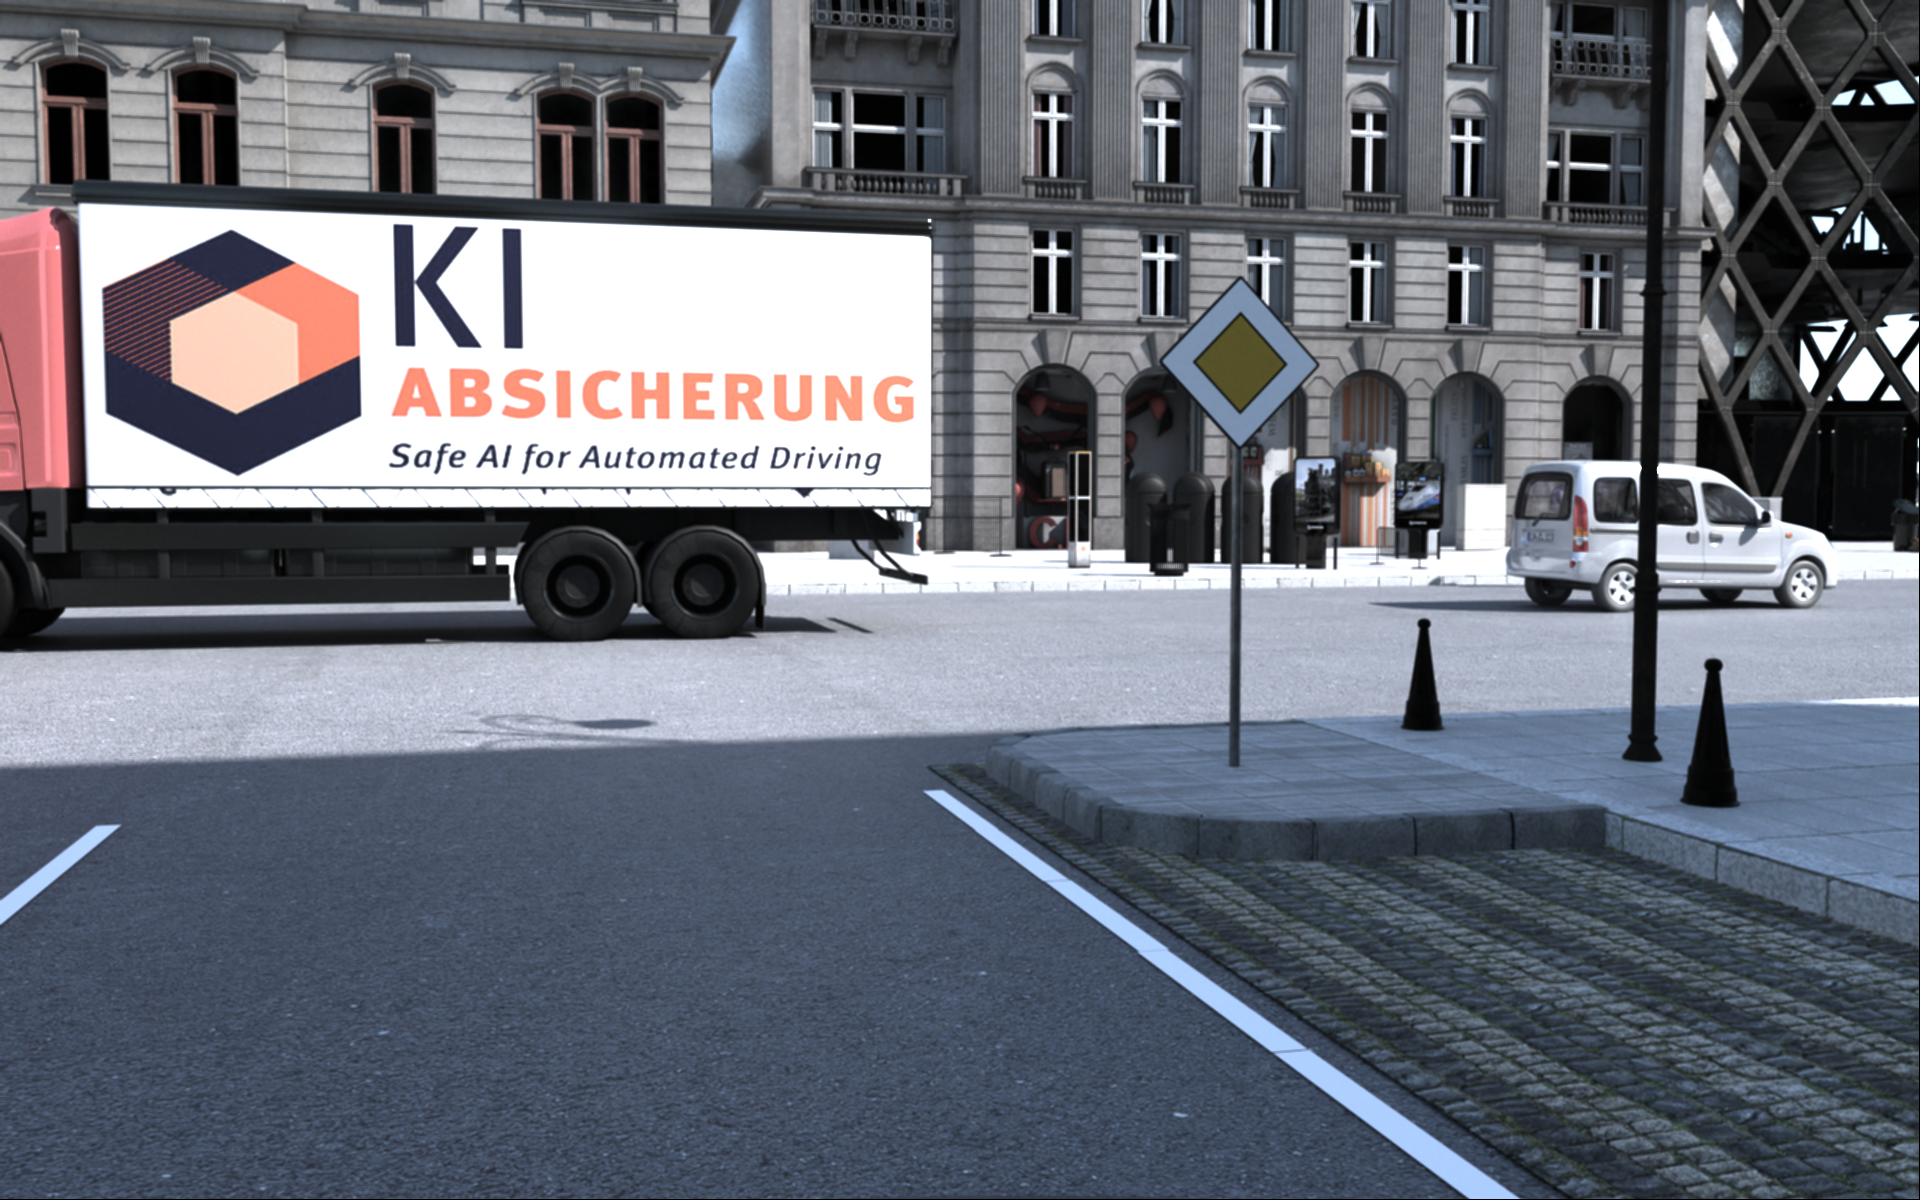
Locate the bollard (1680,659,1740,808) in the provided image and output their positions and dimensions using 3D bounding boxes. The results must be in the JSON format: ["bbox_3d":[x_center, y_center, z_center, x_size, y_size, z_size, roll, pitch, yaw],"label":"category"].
[{"bbox_3d":[3.116,0.542,7.177,0.229,0.601,0.229,0,3,0],"label":"bollard"}]

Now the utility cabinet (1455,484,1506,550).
[{"bbox_3d":[11.792,-1.868,39.224,1.173,1.500,0.318,-2,4,-24],"label":"utility cabinet"}]

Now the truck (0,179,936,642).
[{"bbox_3d":[-5.984,-1.730,17.199,11.283,4.237,2.839,-1,4,-15],"label":"truck"}]

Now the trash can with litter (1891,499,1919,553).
[{"bbox_3d":[21.162,-1.651,38.381,0.624,1.170,1.055,-1,4,-10],"label":"trash can with litter"}]

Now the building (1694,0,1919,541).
[{"bbox_3d":[25.408,-11.330,52.698,16.811,18.784,16.820,-1,4,-14],"label":"building"}]

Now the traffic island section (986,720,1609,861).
[{"bbox_3d":[1.312,0.862,8.185,2.009,0.180,2.903,-1,4,-14],"label":"traffic island section"}]

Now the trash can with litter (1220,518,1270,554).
[{"bbox_3d":[6.198,-1.614,37.442,1.678,1.210,2.233,2,4,26],"label":"trash can with litter"}]

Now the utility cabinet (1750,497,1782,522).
[{"bbox_3d":[15.170,-1.334,32.971,0.306,1.237,1.020,-1,4,-11],"label":"utility cabinet"}]

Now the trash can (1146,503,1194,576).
[{"bbox_3d":[3.280,-0.948,27.152,0.748,1.137,0.748,0,3,0],"label":"trash can"}]

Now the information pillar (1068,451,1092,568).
[{"bbox_3d":[2.070,-1.559,29.984,0.304,2.012,0.304,-2,4,-24],"label":"information pillar"}]

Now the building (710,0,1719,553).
[{"bbox_3d":[5.712,-12.457,45.469,24.055,21.916,13.314,-1,4,-14],"label":"building"}]

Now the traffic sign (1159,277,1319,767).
[{"bbox_3d":[1.291,-0.273,8.102,0.795,2.450,0.064,-1,4,-14],"label":"traffic sign"}]

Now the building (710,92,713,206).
[{"bbox_3d":[-9.558,-31.973,146.459,21.300,48.544,21.600,-1,4,-14],"label":"building"}]

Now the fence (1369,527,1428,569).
[{"bbox_3d":[7.763,-0.937,30.694,0.278,0.683,2.069,0,4,-7],"label":"fence"}]

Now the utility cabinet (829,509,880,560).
[{"bbox_3d":[-2.068,-1.396,33.982,1.020,1.237,0.306,2,4,25],"label":"utility cabinet"}]

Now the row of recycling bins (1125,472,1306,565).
[{"bbox_3d":[4.815,-1.529,32.105,3.534,1.692,1.069,1,4,11],"label":"row of recycling bins"}]

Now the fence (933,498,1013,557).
[{"bbox_3d":[0.252,-1.545,36.472,0.480,1.192,2.264,-2,4,-34],"label":"fence"}]

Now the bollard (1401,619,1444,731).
[{"bbox_3d":[2.534,0.402,9.473,0.229,0.601,0.229,0,3,0],"label":"bollard"}]

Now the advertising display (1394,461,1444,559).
[{"bbox_3d":[9.077,-1.777,34.266,0.974,1.923,0.123,3,4,37],"label":"advertising display"}]

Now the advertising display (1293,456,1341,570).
[{"bbox_3d":[6.119,-1.499,29.723,0.123,1.923,0.974,-3,4,-37],"label":"advertising display"}]

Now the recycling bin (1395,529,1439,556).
[{"bbox_3d":[9.605,-1.460,36.428,0.722,1.027,0.722,0,4,-7],"label":"recycling bin"}]

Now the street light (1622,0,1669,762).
[{"bbox_3d":[3.300,-2.166,8.199,0.468,5.910,1.993,-1,4,-14],"label":"street light"}]

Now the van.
[{"bbox_3d":[9.093,-0.918,22.015,4.112,2.044,2.013,-1,4,-16],"label":"van"}]

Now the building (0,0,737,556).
[{"bbox_3d":[-17.429,-15.411,39.363,23.554,28.519,14.401,-1,4,-14],"label":"building"}]
